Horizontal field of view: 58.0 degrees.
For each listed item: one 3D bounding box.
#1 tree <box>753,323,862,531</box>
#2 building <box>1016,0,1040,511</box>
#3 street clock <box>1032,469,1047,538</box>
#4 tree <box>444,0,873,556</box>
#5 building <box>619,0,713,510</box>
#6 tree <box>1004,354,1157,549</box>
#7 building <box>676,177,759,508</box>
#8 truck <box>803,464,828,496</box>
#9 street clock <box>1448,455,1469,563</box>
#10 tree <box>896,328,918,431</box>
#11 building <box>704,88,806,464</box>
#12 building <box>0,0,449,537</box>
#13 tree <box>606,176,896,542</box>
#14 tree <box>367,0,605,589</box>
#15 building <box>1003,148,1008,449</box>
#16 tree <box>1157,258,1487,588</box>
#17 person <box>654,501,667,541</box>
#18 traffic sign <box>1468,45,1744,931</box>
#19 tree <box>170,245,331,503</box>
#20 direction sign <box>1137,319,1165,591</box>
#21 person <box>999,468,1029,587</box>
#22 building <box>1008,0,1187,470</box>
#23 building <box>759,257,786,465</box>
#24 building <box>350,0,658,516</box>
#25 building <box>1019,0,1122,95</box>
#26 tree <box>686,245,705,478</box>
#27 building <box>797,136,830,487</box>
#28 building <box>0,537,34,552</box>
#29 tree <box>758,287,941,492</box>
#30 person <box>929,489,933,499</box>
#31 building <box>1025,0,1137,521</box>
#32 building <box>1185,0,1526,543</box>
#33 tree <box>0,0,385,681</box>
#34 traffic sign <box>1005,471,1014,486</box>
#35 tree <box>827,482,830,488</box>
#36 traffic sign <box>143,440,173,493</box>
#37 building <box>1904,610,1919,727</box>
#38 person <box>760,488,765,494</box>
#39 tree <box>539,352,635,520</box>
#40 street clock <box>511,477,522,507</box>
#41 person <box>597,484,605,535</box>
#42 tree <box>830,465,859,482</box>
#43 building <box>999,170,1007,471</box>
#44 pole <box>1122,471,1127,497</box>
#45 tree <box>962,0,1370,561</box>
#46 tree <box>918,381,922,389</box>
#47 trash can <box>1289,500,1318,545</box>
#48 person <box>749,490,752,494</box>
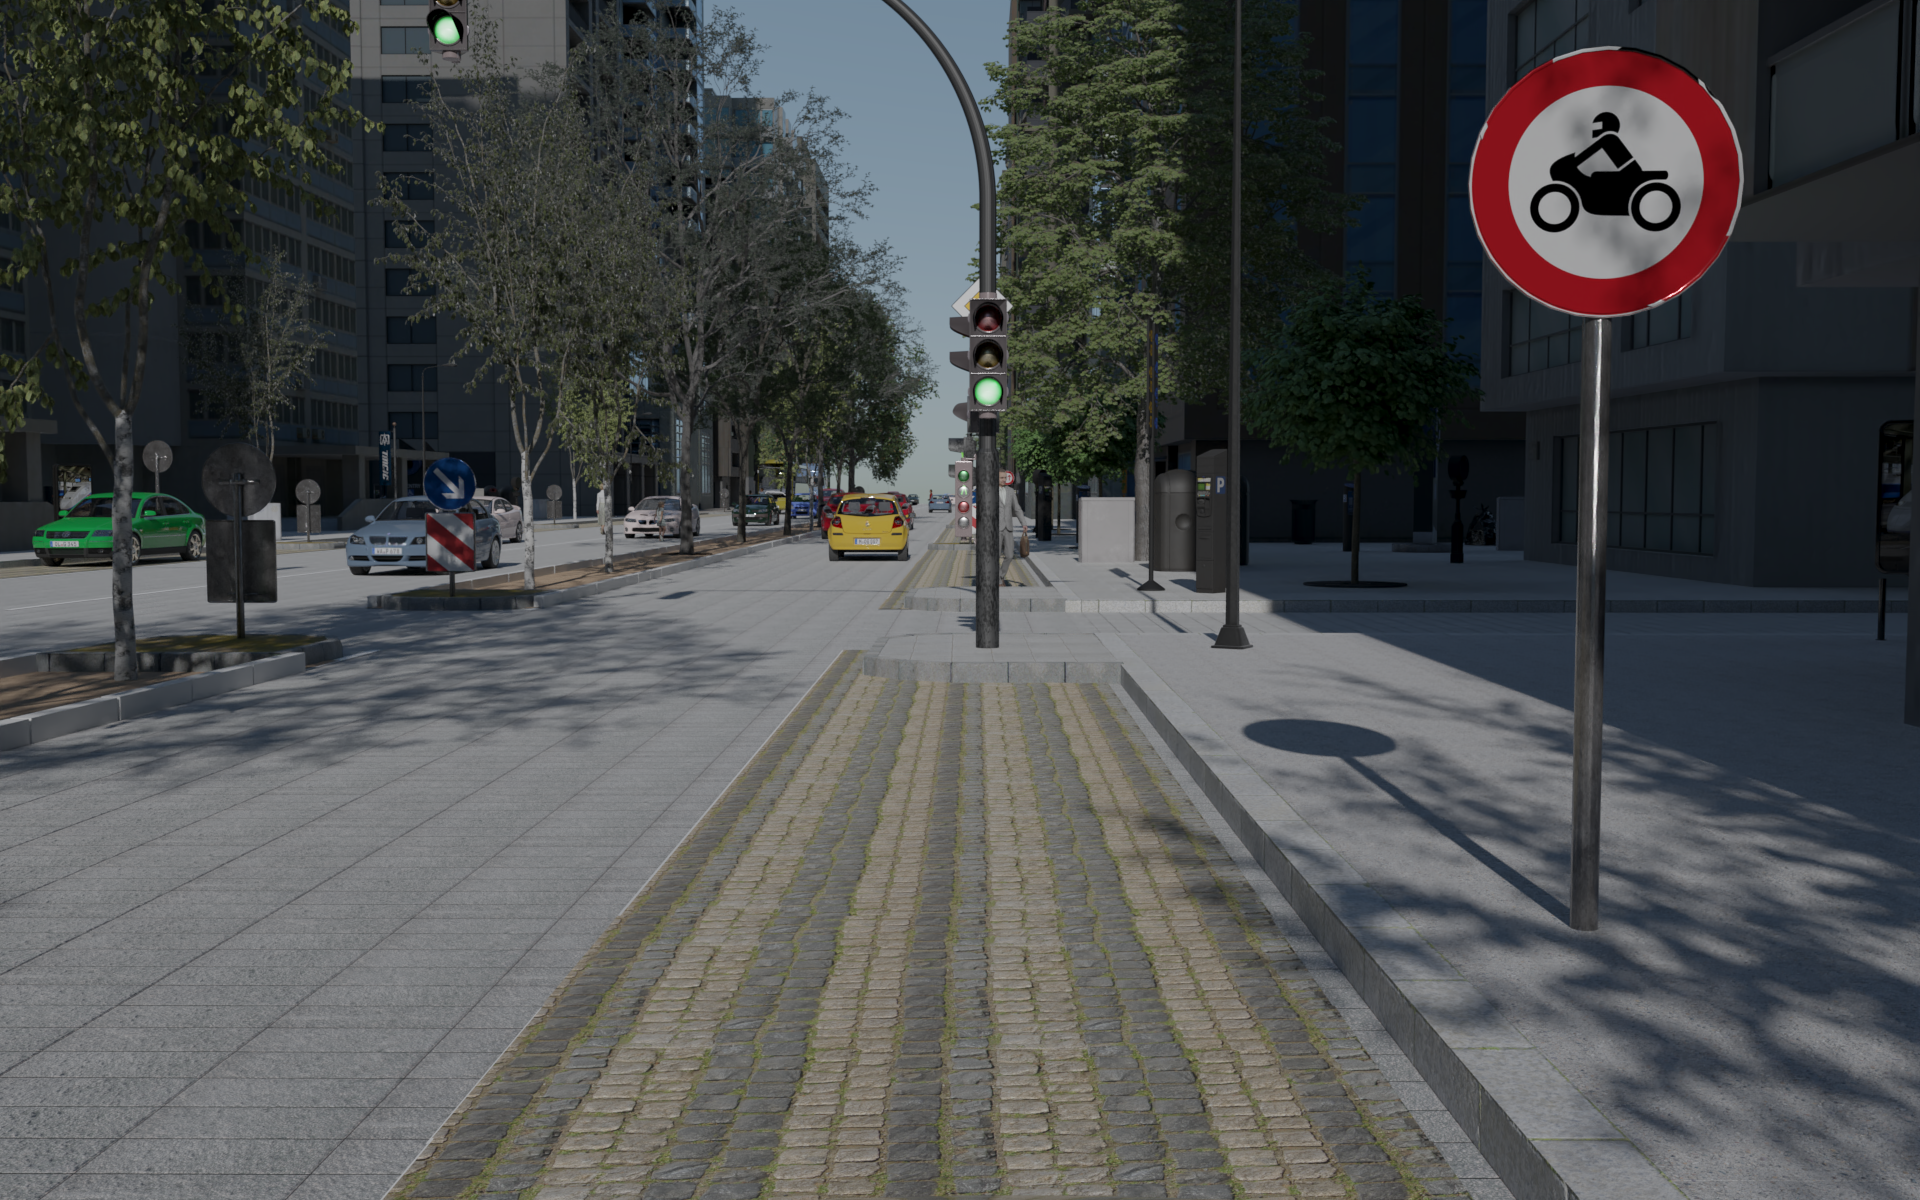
[{"bbox_3d":[-5.692,-6.917,65.918,4.737,8.622,4.395,0,3,0],"label":"tree"},{"bbox_3d":[11.403,-27.667,135.945,14.154,41.232,14.086,0,4,0],"label":"building"},{"bbox_3d":[2.325,-2.801,50.370,0.358,2.002,0.471,3,5,40],"label":"street clock"},{"bbox_3d":[-6.439,-7.800,40.358,12.009,13.543,11.850,0,3,0],"label":"tree"},{"bbox_3d":[-30.779,-50.164,132.851,22.319,86.520,31.000,0,4,0],"label":"building"},{"bbox_3d":[3.274,-3.485,40.693,4.285,4.588,4.351,0,3,0],"label":"tree"},{"bbox_3d":[-26.552,-23.568,157.039,14.160,30.474,14.107,0,4,0],"label":"building"},{"bbox_3d":[-12.869,-10.320,158.484,2.967,4.110,18.799,0,4,0],"label":"truck"},{"bbox_3d":[9.217,-1.682,32.066,0.358,2.002,0.471,3,4,39],"label":"street clock"},{"bbox_3d":[-6.037,-7.507,59.604,8.767,10.594,7.601,0,4,0],"label":"tree"},{"bbox_3d":[-30.609,-36.210,211.639,23.786,49.044,30.456,0,4,0],"label":"building"},{"bbox_3d":[-37.565,-22.893,66.186,32.217,40.220,23.993,0,4,0],"label":"building"},{"bbox_3d":[-6.500,-6.956,50.600,8.767,10.594,7.601,0,4,0],"label":"tree"},{"bbox_3d":[-6.441,-4.444,25.485,4.360,8.622,3.978,0,3,0],"label":"tree"},{"bbox_3d":[16.335,-33.737,206.228,22.147,44.769,28.867,0,4,0],"label":"building"},{"bbox_3d":[5.577,-2.471,24.109,4.285,4.588,4.351,0,3,0],"label":"tree"},{"bbox_3d":[-9.168,-2.398,52.729,0.505,1.210,0.382,2,4,35],"label":"person"},{"bbox_3d":[1.845,-0.302,5.043,0.768,2.556,0.104,0,4,4],"label":"traffic sign"},{"bbox_3d":[-20.456,-6.116,50.354,4.360,8.622,3.978,0,3,0],"label":"tree"},{"bbox_3d":[2.544,-1.894,22.961,0.379,3.537,0.876,1,4,14],"label":"direction sign"},{"bbox_3d":[0.634,-1.043,25.682,0.709,1.813,0.853,-2,4,-26],"label":"person"},{"bbox_3d":[11.215,-30.601,150.443,14.600,45.320,14.200,0,4,0],"label":"building"},{"bbox_3d":[-26.692,-25.537,189.232,14.160,30.474,14.107,0,4,0],"label":"building"},{"bbox_3d":[-30.092,-40.922,107.331,20.563,71.187,20.611,0,4,0],"label":"building"},{"bbox_3d":[15.120,-28.115,114.299,22.147,44.769,28.867,0,4,0],"label":"building"},{"bbox_3d":[-6.380,-4.786,31.078,4.360,8.622,3.978,0,3,0],"label":"tree"},{"bbox_3d":[-29.433,-37.566,237.897,21.300,48.544,21.600,0,4,0],"label":"building"},{"bbox_3d":[-37.345,-20.940,34.250,32.217,40.220,23.993,0,4,0],"label":"building"},{"bbox_3d":[-5.852,-10.628,93.226,9.611,12.733,9.660,0,3,0],"label":"tree"},{"bbox_3d":[-2.462,-8.349,144.947,0.705,1.831,1.348,0,4,-5],"label":"person"},{"bbox_3d":[14.723,-46.939,80.118,22.319,86.520,31.000,0,4,0],"label":"building"},{"bbox_3d":[12.789,-24.510,50.848,14.600,45.320,14.200,0,4,0],"label":"building"},{"bbox_3d":[-6.425,-3.695,13.239,4.737,8.622,4.395,0,3,0],"label":"tree"},{"bbox_3d":[2.602,-5.818,95.229,0.768,2.556,0.104,1,4,8],"label":"traffic sign"},{"bbox_3d":[-17.840,-14.448,230.828,1.663,3.219,1.824,0,3,0],"label":"tree"},{"bbox_3d":[-18.967,-2.497,40.939,0.768,2.556,0.104,1,4,8],"label":"traffic sign"},{"bbox_3d":[10.570,-19.684,5.432,14.154,41.232,14.086,0,4,0],"label":"building"},{"bbox_3d":[-12.464,-6.146,108.972,0.705,1.826,1.348,2,4,30],"label":"person"},{"bbox_3d":[-19.085,-8.324,86.467,4.737,8.622,4.395,0,3,0],"label":"tree"},{"bbox_3d":[-18.792,-4.212,73.428,0.358,2.002,0.471,1,4,21],"label":"street clock"},{"bbox_3d":[-12.534,-3.188,60.848,0.478,1.798,0.641,1,4,14],"label":"person"},{"bbox_3d":[-18.127,-20.244,256.744,9.928,11.665,9.643,0,3,0],"label":"tree"},{"bbox_3d":[16.429,-38.040,245.661,21.300,48.544,21.600,0,4,0],"label":"building"},{"bbox_3d":[6.222,-4.384,65.514,0.158,3.312,0.155,0,3,0],"label":"pole"},{"bbox_3d":[3.950,-7.024,32.968,7.486,12.596,7.792,0,3,0],"label":"tree"},{"bbox_3d":[-6.056,-9.036,84.602,8.767,10.594,7.601,0,4,0],"label":"tree"},{"bbox_3d":[8.748,-1.985,44.109,0.748,1.137,0.748,0,3,0],"label":"trash can"},{"bbox_3d":[-16.460,-7.755,135.971,1.217,1.739,0.721,-1,4,-13],"label":"person"}]
